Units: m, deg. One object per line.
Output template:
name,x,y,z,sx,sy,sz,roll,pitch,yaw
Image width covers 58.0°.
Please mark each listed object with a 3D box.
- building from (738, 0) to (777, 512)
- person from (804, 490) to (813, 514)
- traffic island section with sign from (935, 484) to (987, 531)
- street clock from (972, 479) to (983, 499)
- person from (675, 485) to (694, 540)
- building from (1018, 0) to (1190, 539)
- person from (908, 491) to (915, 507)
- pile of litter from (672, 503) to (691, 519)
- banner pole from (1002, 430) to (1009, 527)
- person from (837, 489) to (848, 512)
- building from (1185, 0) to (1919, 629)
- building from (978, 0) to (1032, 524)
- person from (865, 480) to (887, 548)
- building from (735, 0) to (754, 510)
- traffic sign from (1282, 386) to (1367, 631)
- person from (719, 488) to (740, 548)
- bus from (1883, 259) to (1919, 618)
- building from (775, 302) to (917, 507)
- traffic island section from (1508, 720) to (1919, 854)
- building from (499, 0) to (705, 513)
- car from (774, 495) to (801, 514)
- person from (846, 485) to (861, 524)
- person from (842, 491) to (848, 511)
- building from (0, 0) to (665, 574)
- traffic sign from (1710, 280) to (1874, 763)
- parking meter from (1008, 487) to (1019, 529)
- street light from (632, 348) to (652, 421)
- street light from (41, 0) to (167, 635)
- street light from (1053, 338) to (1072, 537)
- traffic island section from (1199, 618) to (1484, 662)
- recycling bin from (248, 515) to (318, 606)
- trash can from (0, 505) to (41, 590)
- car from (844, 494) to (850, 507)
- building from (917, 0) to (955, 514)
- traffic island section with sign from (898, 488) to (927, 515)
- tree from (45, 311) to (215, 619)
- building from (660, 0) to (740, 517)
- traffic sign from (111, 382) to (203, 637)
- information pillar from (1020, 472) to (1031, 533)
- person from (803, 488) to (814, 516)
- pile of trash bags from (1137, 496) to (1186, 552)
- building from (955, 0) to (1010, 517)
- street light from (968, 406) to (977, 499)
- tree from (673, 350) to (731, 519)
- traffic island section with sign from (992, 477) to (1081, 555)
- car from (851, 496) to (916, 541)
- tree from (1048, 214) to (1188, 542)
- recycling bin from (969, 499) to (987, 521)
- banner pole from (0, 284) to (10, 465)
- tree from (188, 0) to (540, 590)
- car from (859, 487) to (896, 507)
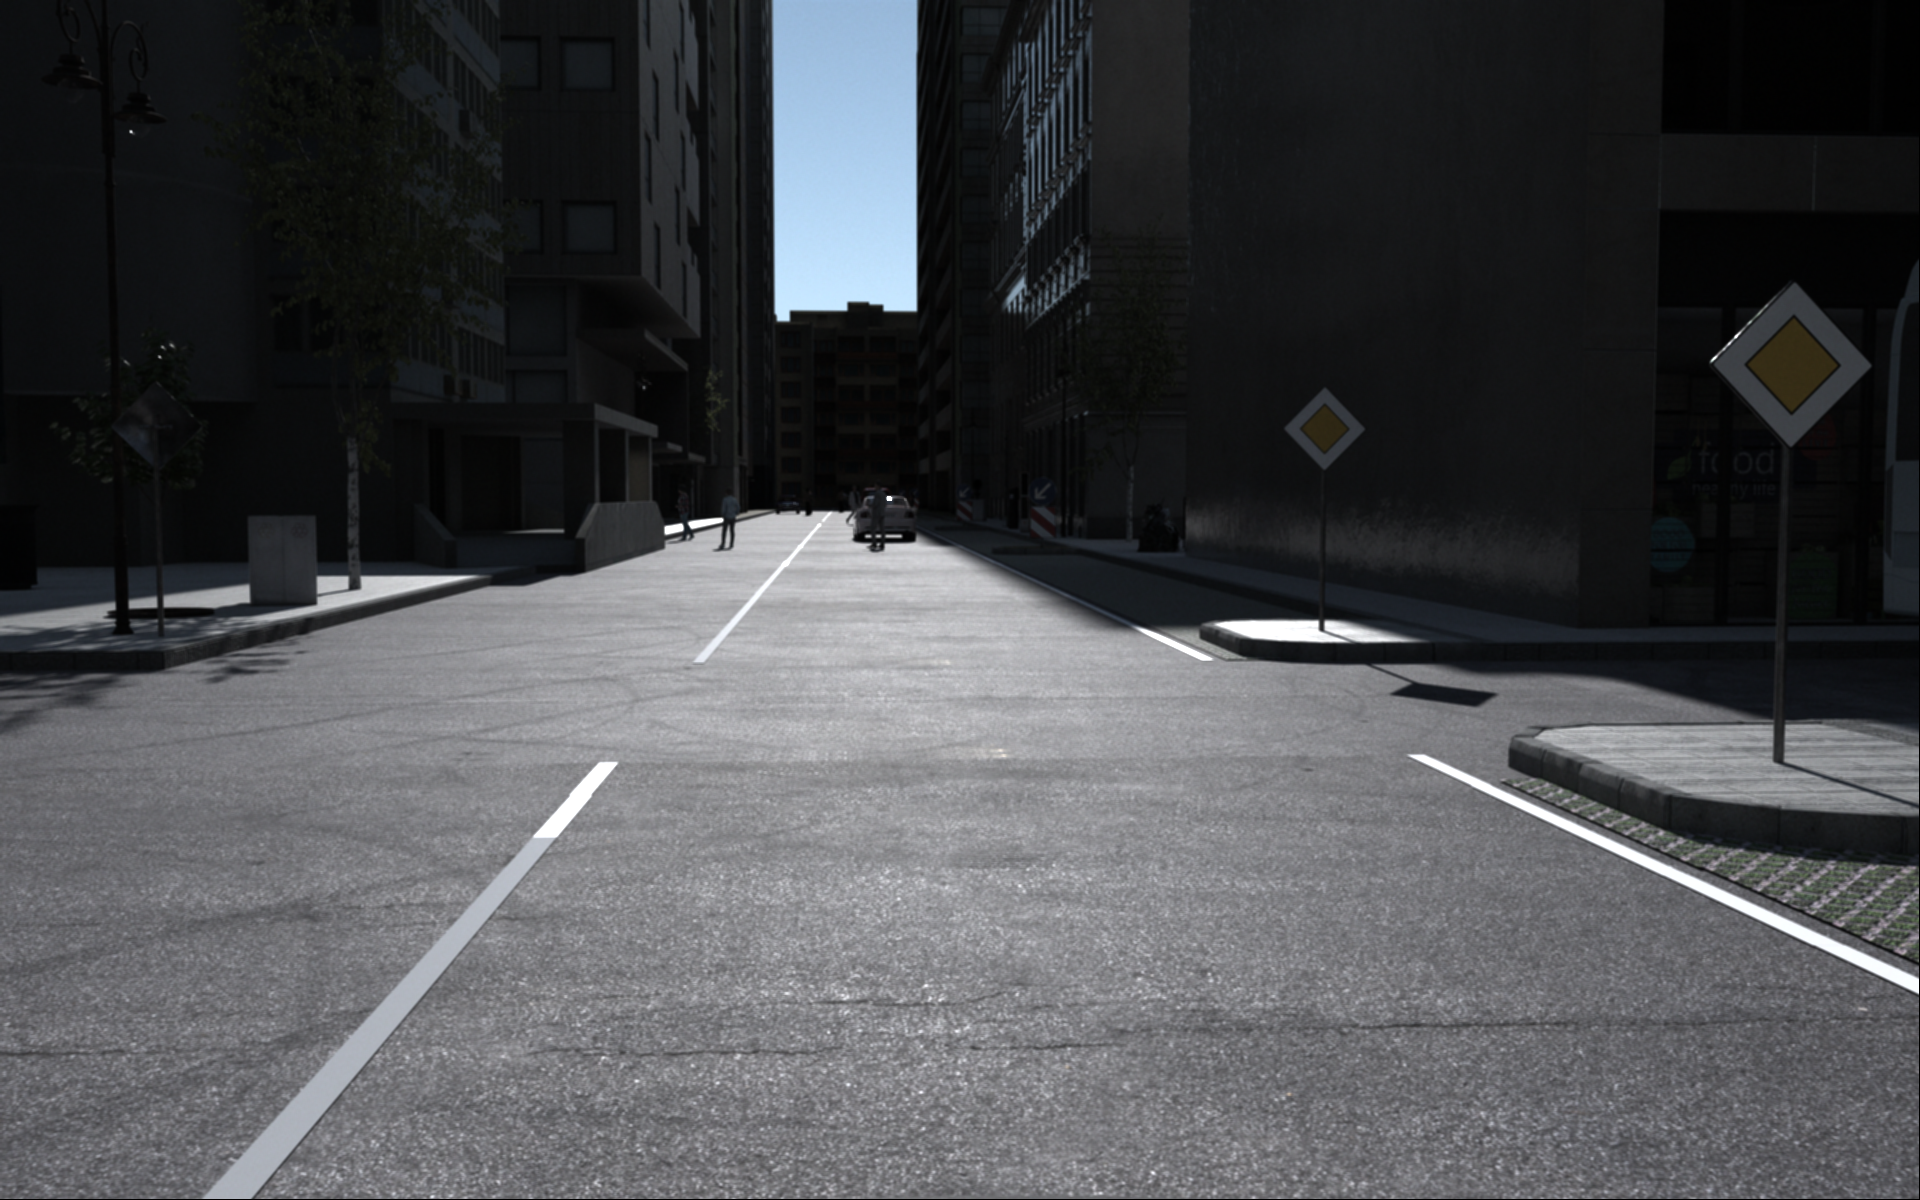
building,-27.354,-43.821,154.717,20.611,71.187,20.563,0,4,-4
person,-10.976,-7.084,125.119,0.742,1.727,0.445,1,4,20
traffic island section with sign,0.011,-3.649,68.291,1.989,1.847,2.006,0,4,-4
street clock,0.831,-4.821,83.387,0.471,2.002,0.358,-1,4,-12
person,-8.497,-2.703,53.527,0.643,1.720,0.563,-1,4,-19
building,7.668,-12.744,57.515,9.793,20.994,18.267,0,4,-4
person,-3.130,-6.214,111.572,0.415,1.643,0.593,-1,4,-19
pile of litter,-14.252,-4.591,89.027,1.176,0.858,1.719,1,4,16
banner pole,1.795,-4.712,67.065,0.401,3.779,0.863,1,4,12
person,-9.278,-7.773,135.591,0.705,1.823,1.348,2,4,32
building,22.221,-13.568,26.357,34.151,26.468,19.350,0,4,-4
building,7.941,-17.233,79.031,12.463,27.353,25.104,0,4,-4
person,-2.241,-2.290,46.134,0.583,1.804,0.606,1,4,19
building,-23.174,-29.444,131.514,14.600,45.320,14.200,0,4,-4
traffic sign,3.390,-0.767,16.188,0.795,2.450,0.064,0,4,-4
person,-6.181,-2.209,46.422,0.589,1.601,0.330,-2,4,-26
bus,14.007,-1.109,12.996,13.247,3.499,2.948,0,4,-5
building,-10.168,-20.966,187.830,28.899,21.520,27.650,0,4,-4
traffic island section,3.934,0.855,8.299,2.009,0.180,2.903,0,4,-4
building,-24.959,-29.367,69.391,28.713,52.752,27.495,0,4,-4
car,-12.526,-6.944,126.110,1.945,1.354,3.894,0,4,-6
person,-4.993,-4.469,81.450,0.818,1.842,0.514,3,4,37
person,-9.939,-8.497,148.363,0.756,1.711,0.436,0,4,-4
building,-23.340,-21.055,36.127,32.217,40.220,23.993,0,4,-4
traffic sign,3.911,-0.280,8.220,0.795,2.450,0.064,0,4,-4
parking meter,1.975,-3.399,63.981,0.372,1.533,0.369,0,3,0
street light,-10.113,-5.040,55.184,0.468,5.910,1.993,0,4,-4
street light,-7.664,-2.623,15.680,0.468,5.910,1.993,0,4,-4
street light,3.086,-4.810,51.423,0.468,5.910,1.993,0,4,-4
traffic island section,3.413,0.368,16.267,2.009,0.180,2.903,0,4,-4
recycling bin,-7.900,-0.467,20.188,0.722,1.027,0.722,-1,4,-23
trash can,-12.736,-0.708,23.235,0.748,1.137,0.748,0,3,0
car,-10.225,-9.205,162.292,2.131,1.459,4.920,0,4,-5
building,7.601,-31.701,142.014,21.300,48.544,21.600,0,4,-4
traffic island section with sign,-3.235,-6.691,118.023,1.989,1.847,2.006,0,4,-4
tree,-8.442,-1.454,18.367,1.663,3.219,1.824,0,3,0
building,-19.929,-25.258,96.566,14.154,41.232,14.086,0,4,-4
traffic sign,-7.183,-0.726,15.520,0.795,2.450,0.064,0,4,-4
information pillar,2.177,-3.251,57.641,0.304,2.012,0.304,1,4,12
person,-10.146,-6.564,115.835,0.705,1.823,1.348,-2,4,-35
pile of trash bags,5.145,-1.822,39.543,1.912,1.369,3.447,1,4,16
building,6.615,-25.562,101.539,14.154,41.232,14.086,0,4,-4
street light,0.660,-7.226,90.929,0.468,5.910,1.993,0,4,-4
tree,-13.811,-8.393,87.593,4.360,8.622,3.978,0,3,0
traffic island section with sign,1.782,-2.004,41.394,1.989,1.847,2.006,0,4,-4
car,-2.403,-2.597,54.821,2.083,1.381,4.827,0,4,-5
tree,4.474,-5.855,46.099,4.737,8.622,4.395,0,3,0
recycling bin,0.846,-4.248,82.005,0.722,1.027,0.722,1,4,13
banner pole,-10.225,-1.705,17.889,0.401,3.779,0.863,2,4,27
tree,-7.948,-4.454,23.190,4.737,8.622,4.395,0,3,0
car,-4.887,-5.664,101.280,2.281,1.827,5.304,0,4,-2
